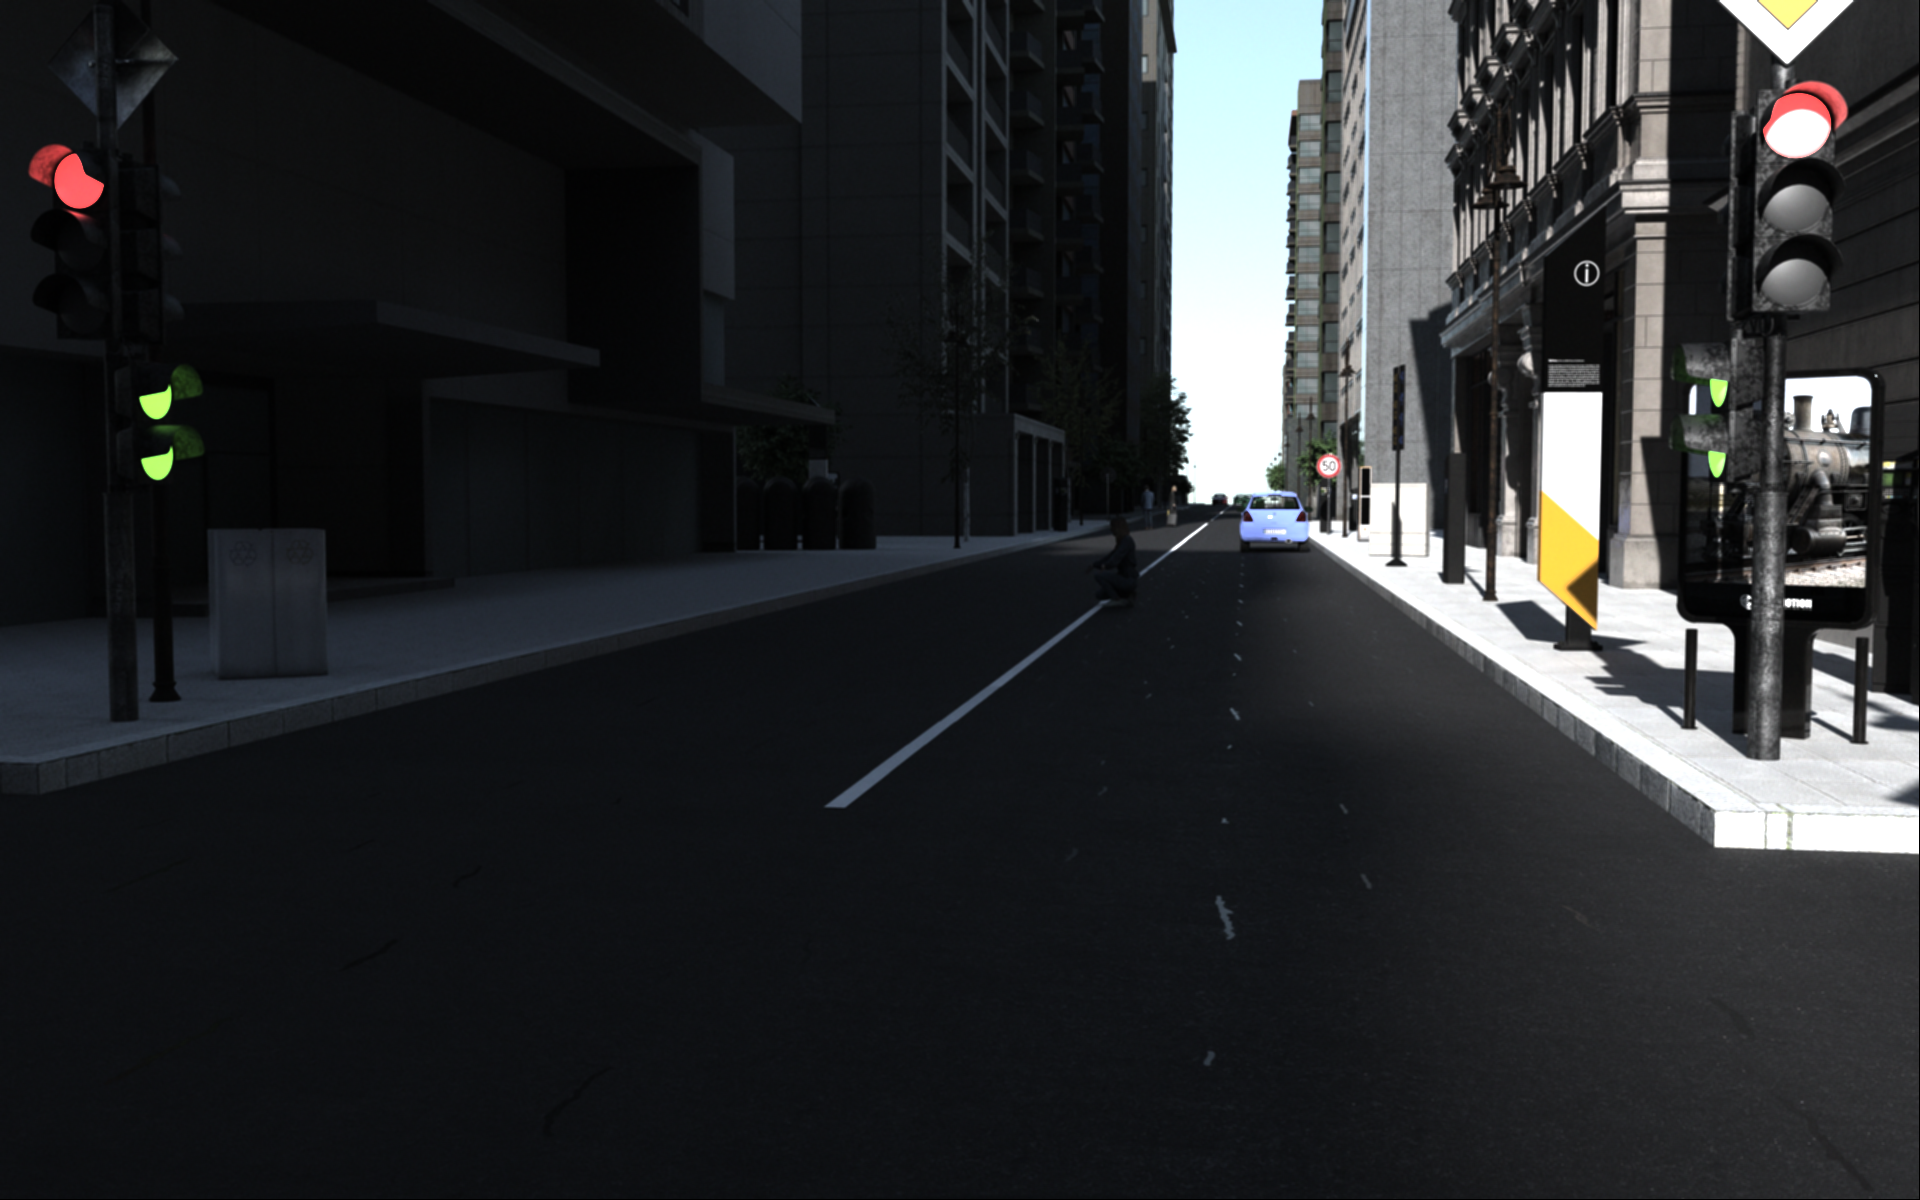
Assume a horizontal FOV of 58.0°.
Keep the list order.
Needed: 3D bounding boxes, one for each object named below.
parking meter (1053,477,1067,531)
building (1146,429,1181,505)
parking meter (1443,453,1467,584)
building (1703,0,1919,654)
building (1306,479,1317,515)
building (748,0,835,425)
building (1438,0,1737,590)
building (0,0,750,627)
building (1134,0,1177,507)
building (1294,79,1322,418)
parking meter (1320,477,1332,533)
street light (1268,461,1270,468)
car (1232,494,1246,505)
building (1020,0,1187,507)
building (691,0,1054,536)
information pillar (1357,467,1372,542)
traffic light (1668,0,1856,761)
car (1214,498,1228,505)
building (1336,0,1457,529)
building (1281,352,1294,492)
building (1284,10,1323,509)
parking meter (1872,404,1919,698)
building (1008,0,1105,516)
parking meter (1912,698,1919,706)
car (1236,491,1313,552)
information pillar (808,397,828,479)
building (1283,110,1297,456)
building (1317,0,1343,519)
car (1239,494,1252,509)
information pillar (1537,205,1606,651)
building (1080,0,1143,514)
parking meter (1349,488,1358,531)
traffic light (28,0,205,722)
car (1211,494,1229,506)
[{"bbox_3d":[3.489,-3.354,60.542,0.399,1.863,0.255,2,4,25],"label":"parking meter"},{"bbox_3d":[10.353,-31.606,208.642,32.217,40.220,23.993,1,4,9],"label":"building"},{"bbox_3d":[7.104,-1.172,24.877,0.255,1.863,0.399,0,4,6],"label":"parking meter"},{"bbox_3d":[16.339,-9.026,12.199,19.286,19.102,10.561,1,4,9],"label":"building"},{"bbox_3d":[39.000,-25.610,110.608,32.217,40.220,23.993,1,4,9],"label":"building"},{"bbox_3d":[0.648,-33.817,142.149,28.713,52.752,27.495,1,4,9],"label":"building"},{"bbox_3d":[16.541,-11.660,41.549,10.553,20.767,40.483,1,4,9],"label":"building"},{"bbox_3d":[-18.110,-26.654,25.027,28.713,52.752,27.495,1,4,9],"label":"building"},{"bbox_3d":[7.803,-36.294,182.637,28.713,52.752,27.495,1,4,9],"label":"building"},{"bbox_3d":[40.624,-29.954,173.334,14.154,41.232,14.086,1,4,9],"label":"building"},{"bbox_3d":[12.183,-3.180,57.706,0.255,1.863,0.399,2,4,35],"label":"parking meter"},{"bbox_3d":[37.431,-14.408,208.362,0.468,5.910,1.993,1,4,9],"label":"street light"},{"bbox_3d":[35.709,-12.747,220.203,2.131,1.459,4.920,1,4,10],"label":"car"},{"bbox_3d":[19.861,-48.381,229.287,20.563,71.187,20.611,1,4,9],"label":"building"},{"bbox_3d":[-6.752,-38.152,62.037,20.563,71.187,20.611,1,4,9],"label":"building"},{"bbox_3d":[10.906,-2.583,46.727,0.304,2.012,0.304,0,4,1],"label":"information pillar"},{"bbox_3d":[3.880,-1.185,8.292,0.839,4.253,0.868,1,4,9],"label":"traffic light"},{"bbox_3d":[33.355,-12.849,221.871,2.131,1.459,4.920,1,4,9],"label":"car"},{"bbox_3d":[22.300,-15.498,71.417,12.078,24.808,19.932,1,4,9],"label":"building"},{"bbox_3d":[55.736,-23.116,222.991,27.650,21.520,28.899,1,4,9],"label":"building"},{"bbox_3d":[37.839,-50.430,137.201,22.319,86.520,31.000,1,4,9],"label":"building"},{"bbox_3d":[6.086,-0.335,11.182,0.255,1.863,0.399,3,4,38],"label":"parking meter"},{"bbox_3d":[-3.369,-27.226,99.770,22.147,44.769,28.867,1,4,9],"label":"building"},{"bbox_3d":[5.959,-0.289,10.439,0.399,1.863,0.255,1,4,17],"label":"parking meter"},{"bbox_3d":[7.983,-2.104,43.993,1.945,1.707,3.694,1,4,10],"label":"car"},{"bbox_3d":[-3.422,-3.076,41.640,0.504,3.616,0.183,1,4,23],"label":"information pillar"},{"bbox_3d":[47.713,-32.976,193.786,22.147,44.769,28.867,1,4,9],"label":"building"},{"bbox_3d":[26.561,-19.693,93.680,14.160,30.474,14.107,1,4,9],"label":"building"},{"bbox_3d":[23.370,-7.726,138.125,2.131,1.459,4.920,1,4,9],"label":"car"},{"bbox_3d":[5.002,-1.394,14.140,0.504,3.616,0.183,0,4,1],"label":"information pillar"},{"bbox_3d":[5.228,-28.747,120.123,14.600,45.320,14.200,1,4,9],"label":"building"},{"bbox_3d":[13.825,-3.198,60.693,0.372,1.533,0.369,0,3,0],"label":"parking meter"},{"bbox_3d":[-4.718,-1.270,9.691,0.839,4.253,0.868,1,4,9],"label":"traffic light"},{"bbox_3d":[31.806,-12.418,212.070,2.155,1.783,4.494,1,4,9],"label":"car"}]
